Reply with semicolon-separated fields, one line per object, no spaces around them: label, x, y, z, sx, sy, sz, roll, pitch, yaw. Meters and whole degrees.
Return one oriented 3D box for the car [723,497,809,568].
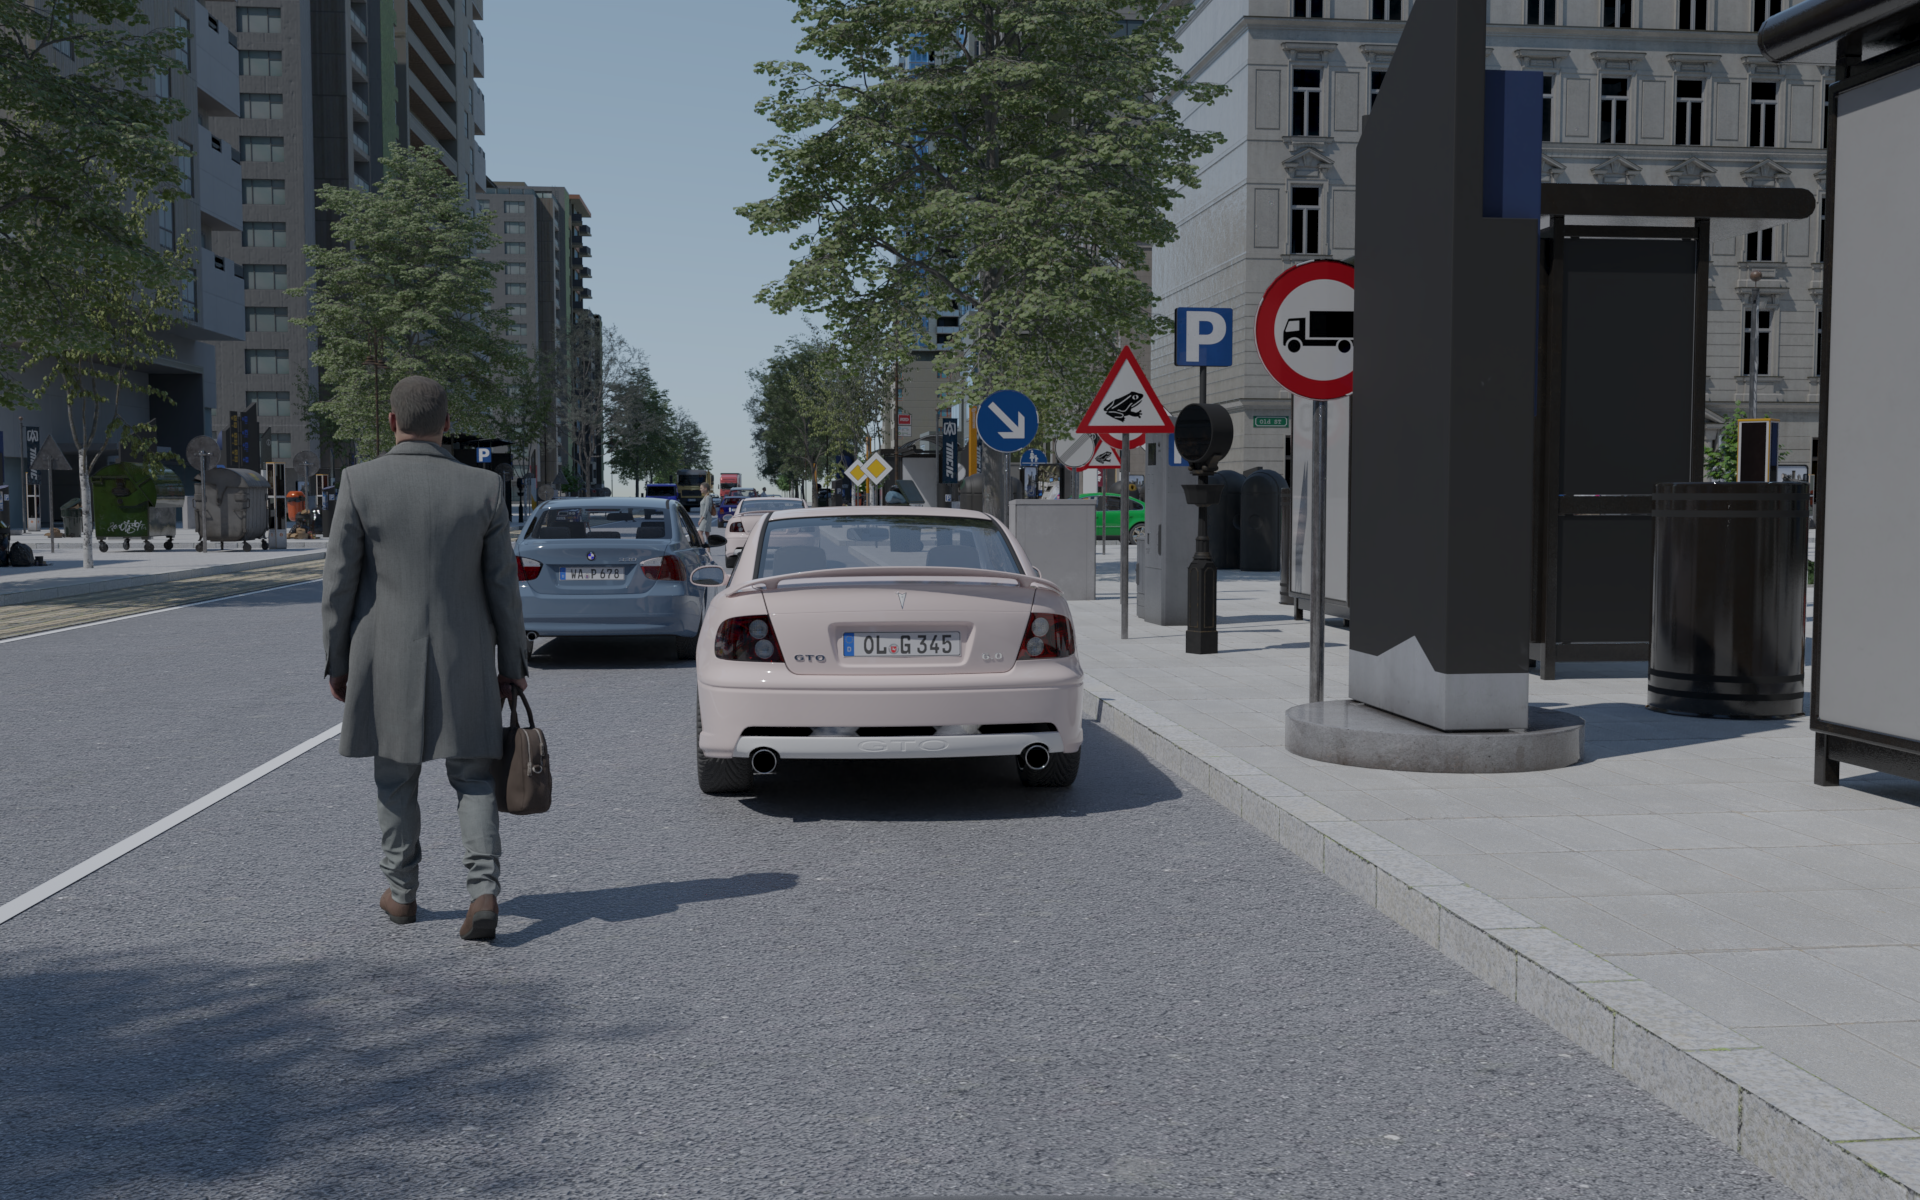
car;-3.760;-1.384;34.991;2.083;1.381;4.827;0;4;-5

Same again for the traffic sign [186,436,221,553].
traffic sign;-16.487;-2.302;37.749;0.768;2.556;0.104;0;4;3

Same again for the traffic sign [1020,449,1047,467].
traffic sign;2.071;-2.973;48.720;0.768;2.556;0.104;0;4;-1

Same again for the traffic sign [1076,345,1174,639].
traffic sign;1.455;-0.932;15.244;0.884;2.594;0.081;0;4;0

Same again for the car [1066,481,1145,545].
car;3.393;-2.314;46.638;4.718;1.807;1.959;0;4;-6

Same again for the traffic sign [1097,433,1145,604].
traffic sign;1.905;-1.222;20.092;0.768;2.556;0.104;0;4;-6

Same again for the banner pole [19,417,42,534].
banner pole;-30.221;-4.051;56.249;0.401;3.779;0.863;2;4;27

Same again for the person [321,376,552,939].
person;-1.726;0.178;5.685;0.694;1.812;0.767;-1;4;-23

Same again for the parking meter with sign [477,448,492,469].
parking meter with sign;-17.931;-4.166;64.377;0.543;3.016;1.738;0;4;3

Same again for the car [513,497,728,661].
car;-3.202;-0.256;16.189;2.014;1.417;4.499;0;4;-6

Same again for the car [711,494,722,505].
car;-27.713;-11.142;194.173;2.014;1.417;4.499;0;4;-8

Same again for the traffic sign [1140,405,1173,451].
traffic sign;2.515;-1.269;21.932;0.795;2.450;0.064;0;4;-5

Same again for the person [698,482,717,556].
person;-5.880;-1.869;40.063;0.522;1.701;0.512;-1;4;-15

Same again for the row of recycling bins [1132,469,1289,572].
row of recycling bins;4.446;-1.405;30.091;1.069;1.692;3.534;-2;4;-27

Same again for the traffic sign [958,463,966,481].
traffic sign;-0.158;-4.306;70.516;0.768;2.556;0.104;0;4;-2

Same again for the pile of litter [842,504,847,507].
pile of litter;-5.121;-3.833;76.631;1.719;0.858;1.176;1;4;13

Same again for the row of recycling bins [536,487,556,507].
row of recycling bins;-22.920;-5.414;95.634;1.069;1.692;3.534;0;4;-6

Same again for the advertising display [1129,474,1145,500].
advertising display;5.713;-3.164;56.950;0.974;1.923;0.123;-3;5;-45

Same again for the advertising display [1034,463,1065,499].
advertising display;1.916;-1.915;36.521;0.123;1.923;0.974;-2;4;-26

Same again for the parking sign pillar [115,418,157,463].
parking sign pillar;-29.150;-4.456;61.333;1.447;3.967;1.447;3;5;40

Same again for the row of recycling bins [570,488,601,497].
row of recycling bins;-25.414;-6.775;117.892;1.069;1.692;3.534;1;4;19

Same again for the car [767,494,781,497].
car;-12.918;-6.541;118.955;2.014;1.417;4.499;0;4;-7

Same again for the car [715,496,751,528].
car;-9.601;-3.806;74.807;1.945;1.354;3.894;0;4;-7

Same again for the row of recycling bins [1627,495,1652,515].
row of recycling bins;41.682;-5.997;105.168;1.069;1.692;3.534;-2;4;-27

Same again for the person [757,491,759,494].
person;-27.211;-13.776;233.364;1.348;1.869;0.705;2;4;23

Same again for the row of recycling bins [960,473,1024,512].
row of recycling bins;0.713;-1.727;35.341;1.069;1.692;3.534;1;4;11

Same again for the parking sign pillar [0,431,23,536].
parking sign pillar;-29.869;-3.980;53.551;1.447;3.967;1.447;-2;4;-32

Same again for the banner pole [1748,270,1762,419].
banner pole;8.814;-1.788;19.252;0.401;3.779;0.863;1;4;21

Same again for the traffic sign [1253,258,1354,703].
traffic sign;1.967;-0.573;9.483;0.768;2.556;0.104;0;4;-4

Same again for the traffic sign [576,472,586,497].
traffic sign;-22.757;-6.320;103.337;0.884;2.594;0.081;0;4;-4

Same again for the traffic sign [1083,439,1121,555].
traffic sign;3.033;-2.228;36.438;0.884;2.594;0.081;0;4;0

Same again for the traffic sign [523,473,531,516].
traffic sign;-25.660;-6.306;103.204;0.768;2.556;0.104;0;4;-5

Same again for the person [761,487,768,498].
person;-10.037;-4.870;88.348;0.641;1.798;0.478;3;4;37

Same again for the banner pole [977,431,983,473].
banner pole;0.686;-3.942;54.465;0.863;3.779;0.401;-3;5;-40

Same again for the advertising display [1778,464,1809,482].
advertising display;17.955;-1.982;37.625;0.974;1.923;0.123;-1;4;-13

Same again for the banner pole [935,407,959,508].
banner pole;-0.439;-3.675;50.108;0.863;3.779;0.401;-1;4;-21

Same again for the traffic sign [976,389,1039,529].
traffic sign;0.579;-1.291;21.213;0.768;2.556;0.104;0;4;3

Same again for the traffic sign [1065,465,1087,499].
traffic sign;2.724;-2.451;40.172;0.768;2.556;0.104;0;4;-1

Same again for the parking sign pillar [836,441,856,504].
parking sign pillar;-5.725;-6.032;87.103;1.447;3.967;1.447;-3;4;-36

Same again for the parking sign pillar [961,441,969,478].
parking sign pillar;0.478;-5.476;78.003;1.447;3.967;1.447;-2;4;-25

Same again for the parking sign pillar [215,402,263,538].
parking sign pillar;-20.995;-3.781;50.284;1.447;3.967;1.447;1;4;18

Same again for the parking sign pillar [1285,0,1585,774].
parking sign pillar;2.355;-1.227;8.535;1.447;3.967;1.447;0;4;-7

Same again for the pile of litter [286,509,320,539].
pile of litter;-18.909;-2.165;49.370;1.176;0.858;1.719;-3;5;-42

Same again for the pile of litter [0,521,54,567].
pile of litter;-17.056;-1.019;30.634;1.719;0.858;1.176;-1;4;-10

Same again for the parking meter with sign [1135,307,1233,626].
parking meter with sign;2.130;-1.274;17.088;0.543;3.016;1.738;-1;4;-10

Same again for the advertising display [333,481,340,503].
advertising display;-31.355;-5.053;87.826;0.123;1.923;0.974;2;4;30

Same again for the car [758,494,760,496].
car;-22.959;-11.265;193.972;2.009;1.686;4.222;0;4;-5

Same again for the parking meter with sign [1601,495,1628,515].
parking meter with sign;13.356;-2.386;35.274;0.543;3.016;1.738;1;4;11

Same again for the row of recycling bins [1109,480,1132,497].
row of recycling bins;6.179;-2.719;51.570;3.534;1.692;1.069;0;4;-6

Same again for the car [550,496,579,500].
car;-16.925;-3.751;73.912;1.945;1.354;3.894;0;4;-7

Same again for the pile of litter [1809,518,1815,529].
pile of litter;31.003;-3.033;63.558;1.176;0.858;1.719;-1;4;-12

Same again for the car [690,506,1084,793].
car;-0.492;0.159;9.762;2.083;1.381;4.827;0;4;-6

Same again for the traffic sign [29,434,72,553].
traffic sign;-19.770;-2.304;37.667;0.884;2.594;0.081;0;4;-5

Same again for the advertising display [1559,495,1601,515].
advertising display;13.301;-1.955;37.177;0.974;1.923;0.123;3;5;40

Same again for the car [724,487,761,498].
car;-12.577;-5.624;100.622;2.281;1.827;5.304;0;4;-6

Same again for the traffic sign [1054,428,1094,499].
traffic sign;2.192;-2.028;33.265;0.768;2.556;0.104;0;4;-1
